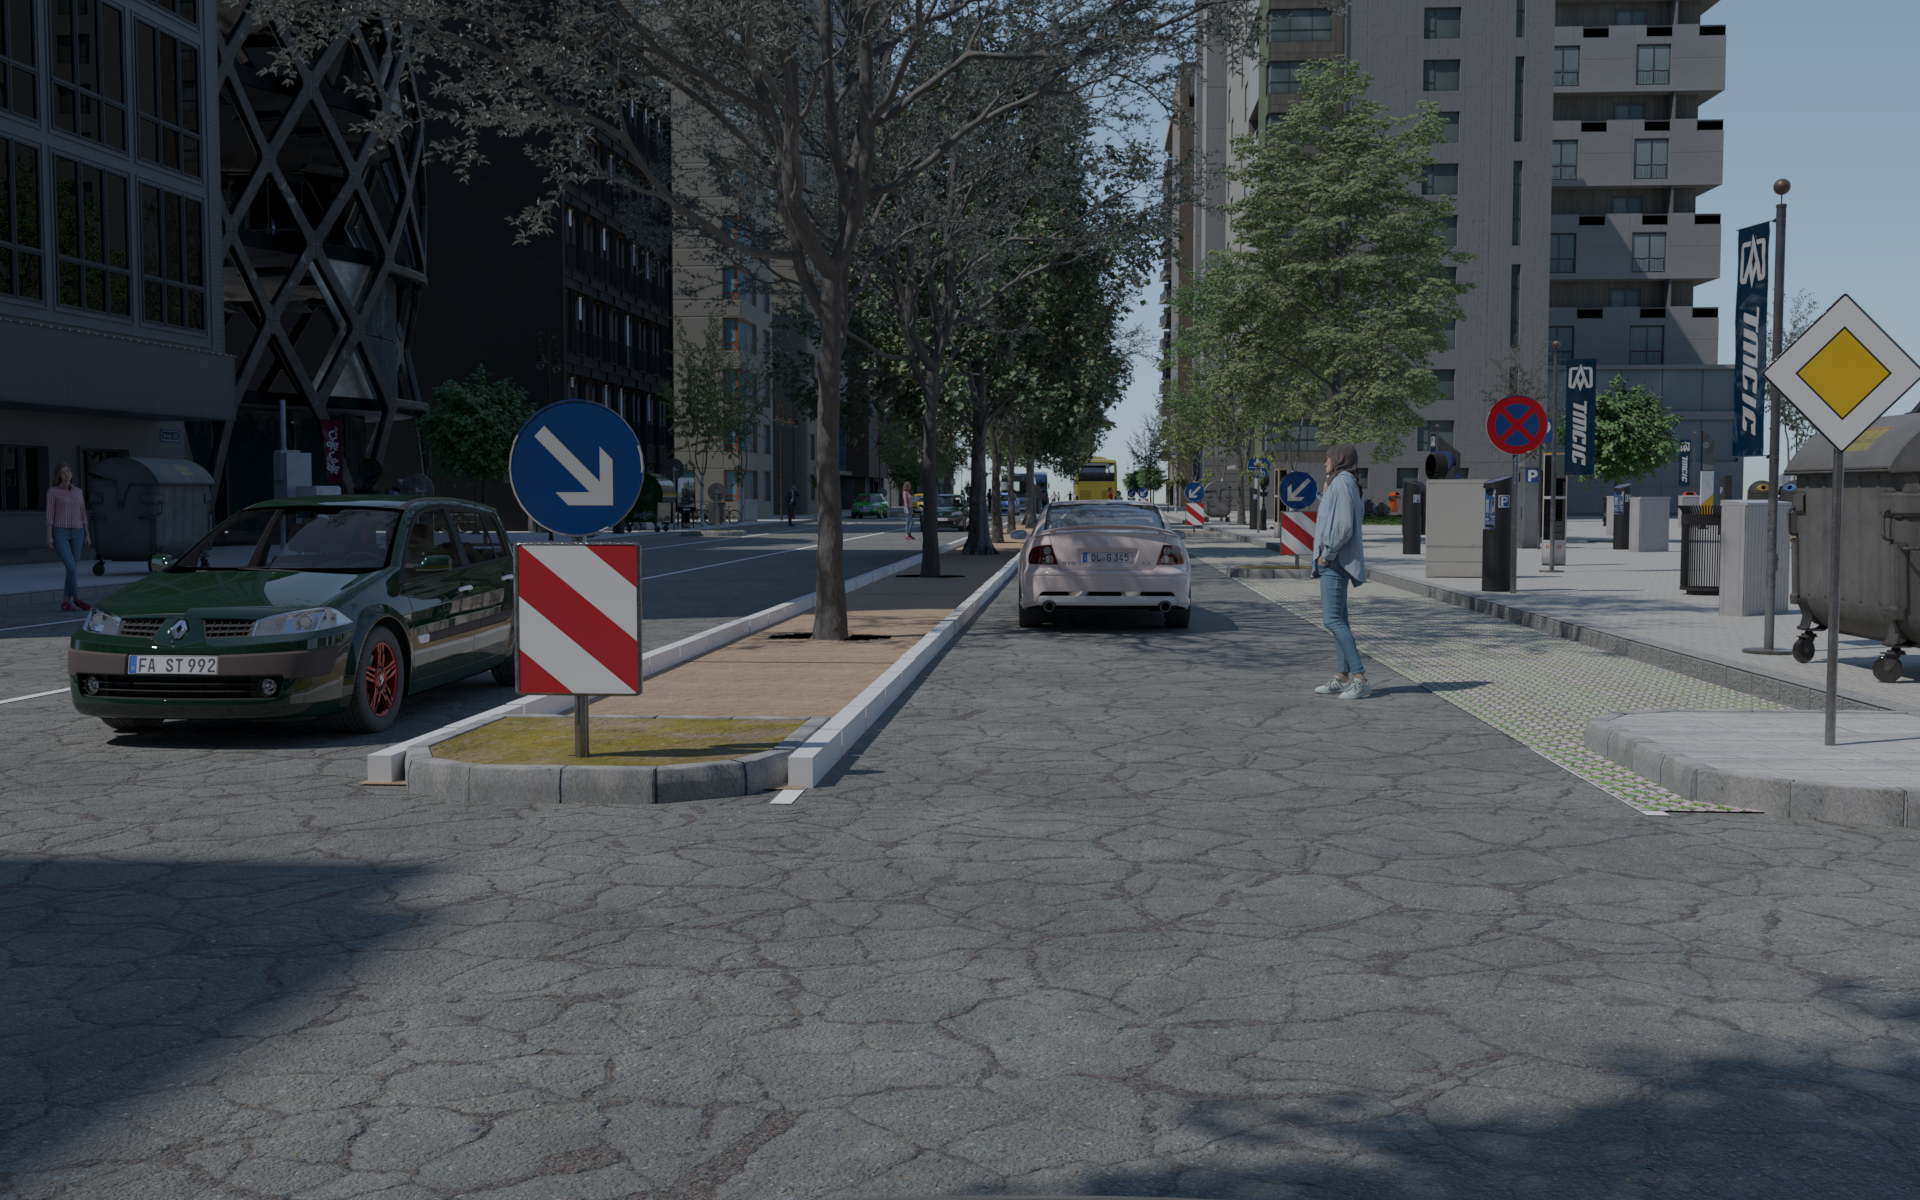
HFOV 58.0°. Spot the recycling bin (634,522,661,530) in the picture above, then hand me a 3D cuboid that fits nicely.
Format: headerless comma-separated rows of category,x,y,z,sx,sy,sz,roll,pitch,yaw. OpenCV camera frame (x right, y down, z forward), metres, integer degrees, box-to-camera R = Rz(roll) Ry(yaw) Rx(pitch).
recycling bin,-11.104,-2.994,61.504,0.722,1.027,0.722,3,5,39

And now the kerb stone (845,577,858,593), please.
kerb stone,-1.656,-0.196,25.402,0.120,0.150,1.000,0,4,4

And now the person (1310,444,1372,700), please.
person,2.730,-0.219,12.344,0.793,1.790,0.793,-1,4,-17

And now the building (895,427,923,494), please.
building,-10.832,-33.624,199.856,14.600,45.320,14.200,0,4,4

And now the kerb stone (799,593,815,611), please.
kerb stone,-1.952,0.054,21.310,0.120,0.150,1.000,0,4,4

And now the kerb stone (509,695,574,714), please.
kerb stone,-2.684,0.679,11.101,0.120,0.150,1.000,0,4,4

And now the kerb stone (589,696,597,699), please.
kerb stone,-2.617,0.616,12.123,0.120,0.150,1.000,0,4,4

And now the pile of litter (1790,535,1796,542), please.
pile of litter,21.934,-1.996,46.600,1.719,0.858,1.176,0,4,1

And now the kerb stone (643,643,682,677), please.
kerb stone,-2.468,0.492,14.162,0.120,0.150,1.000,0,4,4

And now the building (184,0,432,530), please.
building,-23.214,-10.885,45.419,16.820,18.784,16.811,0,4,4

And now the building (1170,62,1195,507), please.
building,28.876,-32.210,176.751,14.600,45.320,14.200,0,4,4

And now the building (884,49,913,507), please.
building,-15.617,-45.462,181.552,20.563,71.187,20.611,0,4,4

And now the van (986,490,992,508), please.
van,3.432,-10.379,176.702,2.013,2.044,4.112,0,4,6

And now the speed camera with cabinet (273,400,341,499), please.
speed camera with cabinet,-13.619,-2.556,36.122,0.660,3.252,2.038,-3,5,-44

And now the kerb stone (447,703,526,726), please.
kerb stone,-2.762,0.747,10.080,0.120,0.150,1.000,0,4,4

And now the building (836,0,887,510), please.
building,-13.866,-30.512,148.988,14.600,45.320,14.200,0,4,4

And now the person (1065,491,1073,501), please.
person,12.932,-11.895,202.993,1.348,1.822,0.705,-1,4,-10

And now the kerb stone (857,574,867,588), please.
kerb stone,-1.575,-0.258,26.420,0.120,0.150,1.000,0,4,4

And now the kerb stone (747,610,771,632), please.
kerb stone,-2.172,0.245,18.251,0.120,0.150,1.000,0,4,4

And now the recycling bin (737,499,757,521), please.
recycling bin,-10.048,-4.236,81.814,0.722,1.027,0.722,-2,4,-35

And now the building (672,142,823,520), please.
building,-23.549,-15.644,100.816,27.650,21.520,28.899,0,4,4

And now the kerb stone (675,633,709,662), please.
kerb stone,-2.395,0.431,15.193,0.120,0.150,1.000,0,4,4

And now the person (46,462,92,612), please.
person,-10.897,-0.772,21.129,0.388,1.821,0.555,1,4,22

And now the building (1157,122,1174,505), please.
building,34.423,-33.232,197.962,22.147,44.769,28.867,0,4,4

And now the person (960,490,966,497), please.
person,0.165,-6.918,122.274,0.621,1.740,0.551,0,4,-4

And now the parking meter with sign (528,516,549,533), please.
parking meter with sign,-14.222,-3.792,58.268,0.543,3.016,1.738,-2,4,-34

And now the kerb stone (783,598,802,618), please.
kerb stone,-2.019,0.117,20.290,0.120,0.150,1.000,0,4,4

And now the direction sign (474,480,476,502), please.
direction sign,-15.451,-3.862,55.142,0.876,3.537,0.379,1,4,9

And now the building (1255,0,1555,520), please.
building,22.738,-19.615,92.402,14.160,30.474,14.107,0,4,4

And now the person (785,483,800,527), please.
person,-7.418,-4.216,76.793,0.474,1.900,0.648,2,4,32

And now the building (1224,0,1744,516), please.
building,31.768,-31.966,111.888,28.713,52.752,27.495,0,4,4

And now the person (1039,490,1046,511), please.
person,6.874,-8.269,144.404,0.721,1.736,1.217,2,4,28

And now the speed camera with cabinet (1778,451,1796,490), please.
speed camera with cabinet,38.523,-5.206,79.449,2.038,3.252,0.660,0,4,-4

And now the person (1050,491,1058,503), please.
person,9.324,-9.954,172.183,0.756,1.711,0.436,1,4,19

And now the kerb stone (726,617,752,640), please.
kerb stone,-2.254,0.305,17.232,0.120,0.150,1.000,0,4,4

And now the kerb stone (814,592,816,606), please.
kerb stone,-1.871,-0.005,22.340,0.120,0.150,1.000,0,4,4

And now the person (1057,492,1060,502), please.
person,13.435,-13.765,234.345,0.721,1.735,1.217,0,4,-5

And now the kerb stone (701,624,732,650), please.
kerb stone,-2.323,0.366,16.212,0.120,0.150,1.000,0,4,4

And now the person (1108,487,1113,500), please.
person,8.757,-5.639,100.634,0.705,1.831,1.348,1,4,13

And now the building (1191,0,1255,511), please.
building,29.507,-36.575,140.007,21.231,58.520,28.212,0,4,4

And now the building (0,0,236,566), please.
building,-22.812,-14.139,24.687,14.314,27.812,24.014,0,4,4

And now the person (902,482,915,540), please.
person,-1.610,-2.801,54.308,0.388,1.821,0.555,0,4,3

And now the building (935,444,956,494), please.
building,-15.419,-23.118,223.014,27.650,21.520,28.899,0,4,4

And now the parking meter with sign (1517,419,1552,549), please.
parking meter with sign,13.439,-2.731,40.908,0.543,3.016,1.738,0,4,1

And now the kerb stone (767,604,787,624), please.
kerb stone,-2.094,0.182,19.270,0.120,0.150,1.000,0,4,4

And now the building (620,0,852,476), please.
building,-23.173,-32.987,128.570,28.713,52.752,27.495,0,4,4

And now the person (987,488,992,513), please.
person,2.260,-7.432,129.643,0.705,1.869,1.348,-1,4,-17

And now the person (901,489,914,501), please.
person,-3.639,-7.204,126.375,1.348,1.812,0.705,1,4,18

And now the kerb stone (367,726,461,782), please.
kerb stone,-2.832,0.812,9.056,0.120,0.150,1.000,0,4,4

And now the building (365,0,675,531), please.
building,-19.040,-14.510,66.910,12.332,23.373,15.834,0,4,4
